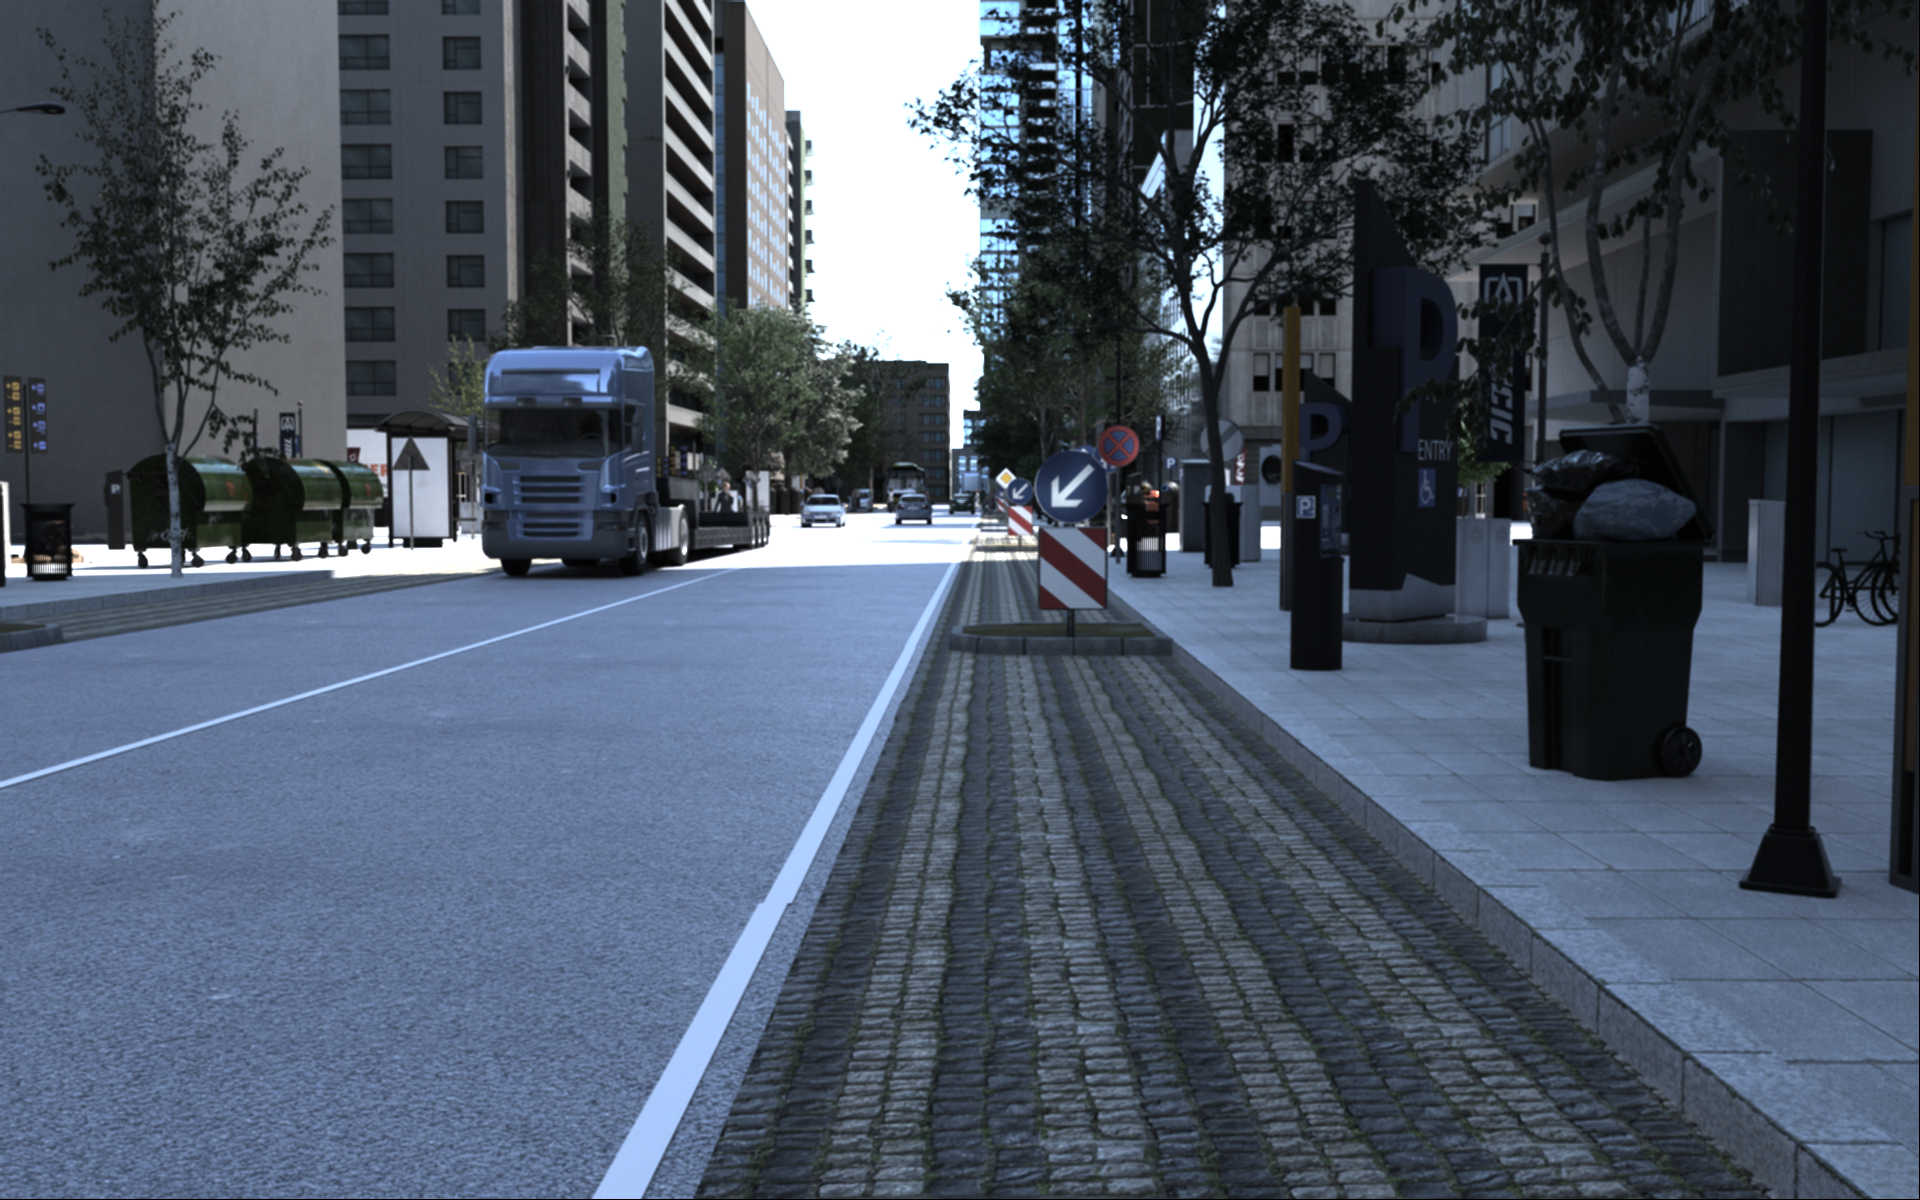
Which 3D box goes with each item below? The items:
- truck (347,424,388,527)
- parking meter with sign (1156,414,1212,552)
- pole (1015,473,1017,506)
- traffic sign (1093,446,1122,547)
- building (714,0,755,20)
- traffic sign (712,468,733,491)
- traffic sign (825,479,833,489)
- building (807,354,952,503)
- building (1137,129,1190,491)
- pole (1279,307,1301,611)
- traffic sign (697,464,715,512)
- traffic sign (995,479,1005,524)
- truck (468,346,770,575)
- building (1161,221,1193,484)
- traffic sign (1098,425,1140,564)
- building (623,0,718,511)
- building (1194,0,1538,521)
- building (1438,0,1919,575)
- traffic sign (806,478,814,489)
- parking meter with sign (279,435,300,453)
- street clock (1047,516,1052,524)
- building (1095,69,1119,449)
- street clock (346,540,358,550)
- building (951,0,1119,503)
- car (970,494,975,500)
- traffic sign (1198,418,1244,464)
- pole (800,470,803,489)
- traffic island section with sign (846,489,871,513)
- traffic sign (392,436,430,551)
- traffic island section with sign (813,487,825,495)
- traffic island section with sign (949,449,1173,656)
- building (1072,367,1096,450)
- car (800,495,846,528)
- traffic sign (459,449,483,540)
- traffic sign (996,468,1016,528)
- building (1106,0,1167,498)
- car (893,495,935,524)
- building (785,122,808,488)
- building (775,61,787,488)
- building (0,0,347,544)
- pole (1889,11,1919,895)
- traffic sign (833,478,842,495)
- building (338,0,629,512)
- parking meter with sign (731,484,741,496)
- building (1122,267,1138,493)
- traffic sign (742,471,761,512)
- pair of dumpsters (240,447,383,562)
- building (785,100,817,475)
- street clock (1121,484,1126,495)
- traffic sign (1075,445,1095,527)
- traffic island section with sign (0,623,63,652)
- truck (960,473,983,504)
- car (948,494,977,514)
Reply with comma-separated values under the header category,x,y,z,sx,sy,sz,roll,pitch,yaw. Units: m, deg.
category,x,y,z,sx,sy,sz,roll,pitch,yaw
truck,-26.534,-4.990,70.506,11.283,4.237,2.839,0,4,3
parking meter with sign,5.229,-2.568,38.243,1.738,3.016,0.543,0,4,-6
pole,4.671,-9.221,144.609,0.158,3.312,0.155,0,3,0
traffic sign,3.600,-2.555,41.878,0.768,2.556,0.104,1,4,11
building,-25.073,-30.946,156.070,14.600,45.320,14.200,0,4,1
traffic sign,-9.041,-3.811,65.949,0.795,2.450,0.064,0,4,1
traffic sign,-11.308,-9.120,149.225,0.768,2.556,0.104,1,4,9
building,-15.989,-25.084,255.154,28.899,21.520,27.650,0,4,1
building,19.420,-18.623,122.500,12.078,24.808,19.932,0,4,1
pole,3.617,-1.537,18.980,0.158,3.312,0.155,0,3,0
traffic sign,-10.745,-4.477,73.309,0.768,2.556,0.104,0,4,6
traffic sign,1.892,-4.286,73.724,0.795,2.450,0.064,0,4,1
truck,-6.594,-2.916,37.437,2.967,4.110,18.799,0,4,2
building,18.094,-15.228,103.735,10.420,20.320,16.860,0,4,1
traffic sign,2.922,-1.946,31.928,0.768,2.556,0.104,0,4,5
building,-29.436,-30.441,121.407,21.300,48.544,21.600,0,4,1
building,22.304,-16.431,86.675,19.932,24.808,12.078,0,4,1
building,25.338,-26.950,29.872,28.713,52.752,27.495,0,4,1
traffic sign,-11.820,-8.312,136.006,0.768,2.556,0.104,0,4,1
parking meter with sign,-19.520,-3.283,49.933,0.543,3.016,1.738,0,4,-7
street clock,3.814,-4.215,73.486,0.358,2.002,0.471,1,4,12
building,21.464,-32.383,179.572,14.600,45.320,14.200,0,4,1
street clock,-13.971,-2.151,39.733,0.471,2.002,0.358,-3,5,-43
building,14.482,-57.273,249.076,31.000,86.520,22.319,0,4,1
car,0.982,-10.823,186.749,2.009,1.686,4.222,0,4,3
traffic sign,4.390,-1.780,29.213,0.768,2.556,0.104,0,4,3
pole,-11.075,-7.774,120.954,0.158,3.312,0.155,0,3,0
traffic island section with sign,-7.648,-7.312,128.172,1.989,1.847,2.006,0,4,1
traffic sign,-12.256,-2.364,38.663,0.884,2.594,0.081,1,4,8
traffic island section with sign,-8.132,-5.602,100.214,1.989,1.847,2.006,0,4,1
traffic island section with sign,0.903,-0.463,16.202,1.989,1.847,2.006,0,4,1
building,27.585,-21.827,201.905,27.650,21.520,28.899,0,4,1
car,-5.909,-3.864,75.186,2.014,1.417,4.499,0,4,-1
traffic sign,-13.519,-2.929,47.995,0.768,2.556,0.104,1,4,10
traffic sign,1.751,-3.798,65.740,0.795,2.450,0.064,0,4,1
building,23.506,-44.188,160.718,20.563,71.187,20.611,0,4,1
car,-2.207,-4.348,83.085,2.014,1.417,4.499,0,4,0
building,-24.104,-30.669,185.026,14.154,41.232,14.086,0,4,1
building,-24.822,-31.834,170.598,14.600,45.320,14.200,0,4,1
building,-31.988,-15.725,50.614,24.014,27.812,14.314,0,4,1
pole,3.140,-0.714,5.525,0.158,3.312,0.155,0,3,0
traffic sign,-9.832,-8.508,139.217,0.768,2.556,0.104,0,4,2
building,-25.296,-19.350,88.075,14.160,30.474,14.107,0,4,1
parking meter with sign,-16.637,-8.081,128.392,1.738,3.016,0.543,-1,4,-20
building,19.951,-19.013,140.540,12.332,23.373,15.834,0,4,1
traffic sign,-8.900,-4.299,73.933,0.795,2.450,0.064,0,4,1
pair of dumpsters,-13.023,-1.965,34.618,1.574,2.255,4.437,0,4,1
building,-32.660,-35.835,205.516,30.456,49.044,23.786,0,4,1
street clock,11.989,-7.495,127.108,0.358,2.002,0.471,-3,5,-44
traffic sign,3.273,-2.751,45.092,0.768,2.556,0.104,0,4,6
traffic island section with sign,-9.627,-0.461,16.162,1.989,1.847,2.006,0,4,1
truck,1.360,-13.523,210.856,2.967,4.110,18.799,0,4,1
car,0.169,-6.947,125.380,2.131,1.459,4.920,0,4,2
